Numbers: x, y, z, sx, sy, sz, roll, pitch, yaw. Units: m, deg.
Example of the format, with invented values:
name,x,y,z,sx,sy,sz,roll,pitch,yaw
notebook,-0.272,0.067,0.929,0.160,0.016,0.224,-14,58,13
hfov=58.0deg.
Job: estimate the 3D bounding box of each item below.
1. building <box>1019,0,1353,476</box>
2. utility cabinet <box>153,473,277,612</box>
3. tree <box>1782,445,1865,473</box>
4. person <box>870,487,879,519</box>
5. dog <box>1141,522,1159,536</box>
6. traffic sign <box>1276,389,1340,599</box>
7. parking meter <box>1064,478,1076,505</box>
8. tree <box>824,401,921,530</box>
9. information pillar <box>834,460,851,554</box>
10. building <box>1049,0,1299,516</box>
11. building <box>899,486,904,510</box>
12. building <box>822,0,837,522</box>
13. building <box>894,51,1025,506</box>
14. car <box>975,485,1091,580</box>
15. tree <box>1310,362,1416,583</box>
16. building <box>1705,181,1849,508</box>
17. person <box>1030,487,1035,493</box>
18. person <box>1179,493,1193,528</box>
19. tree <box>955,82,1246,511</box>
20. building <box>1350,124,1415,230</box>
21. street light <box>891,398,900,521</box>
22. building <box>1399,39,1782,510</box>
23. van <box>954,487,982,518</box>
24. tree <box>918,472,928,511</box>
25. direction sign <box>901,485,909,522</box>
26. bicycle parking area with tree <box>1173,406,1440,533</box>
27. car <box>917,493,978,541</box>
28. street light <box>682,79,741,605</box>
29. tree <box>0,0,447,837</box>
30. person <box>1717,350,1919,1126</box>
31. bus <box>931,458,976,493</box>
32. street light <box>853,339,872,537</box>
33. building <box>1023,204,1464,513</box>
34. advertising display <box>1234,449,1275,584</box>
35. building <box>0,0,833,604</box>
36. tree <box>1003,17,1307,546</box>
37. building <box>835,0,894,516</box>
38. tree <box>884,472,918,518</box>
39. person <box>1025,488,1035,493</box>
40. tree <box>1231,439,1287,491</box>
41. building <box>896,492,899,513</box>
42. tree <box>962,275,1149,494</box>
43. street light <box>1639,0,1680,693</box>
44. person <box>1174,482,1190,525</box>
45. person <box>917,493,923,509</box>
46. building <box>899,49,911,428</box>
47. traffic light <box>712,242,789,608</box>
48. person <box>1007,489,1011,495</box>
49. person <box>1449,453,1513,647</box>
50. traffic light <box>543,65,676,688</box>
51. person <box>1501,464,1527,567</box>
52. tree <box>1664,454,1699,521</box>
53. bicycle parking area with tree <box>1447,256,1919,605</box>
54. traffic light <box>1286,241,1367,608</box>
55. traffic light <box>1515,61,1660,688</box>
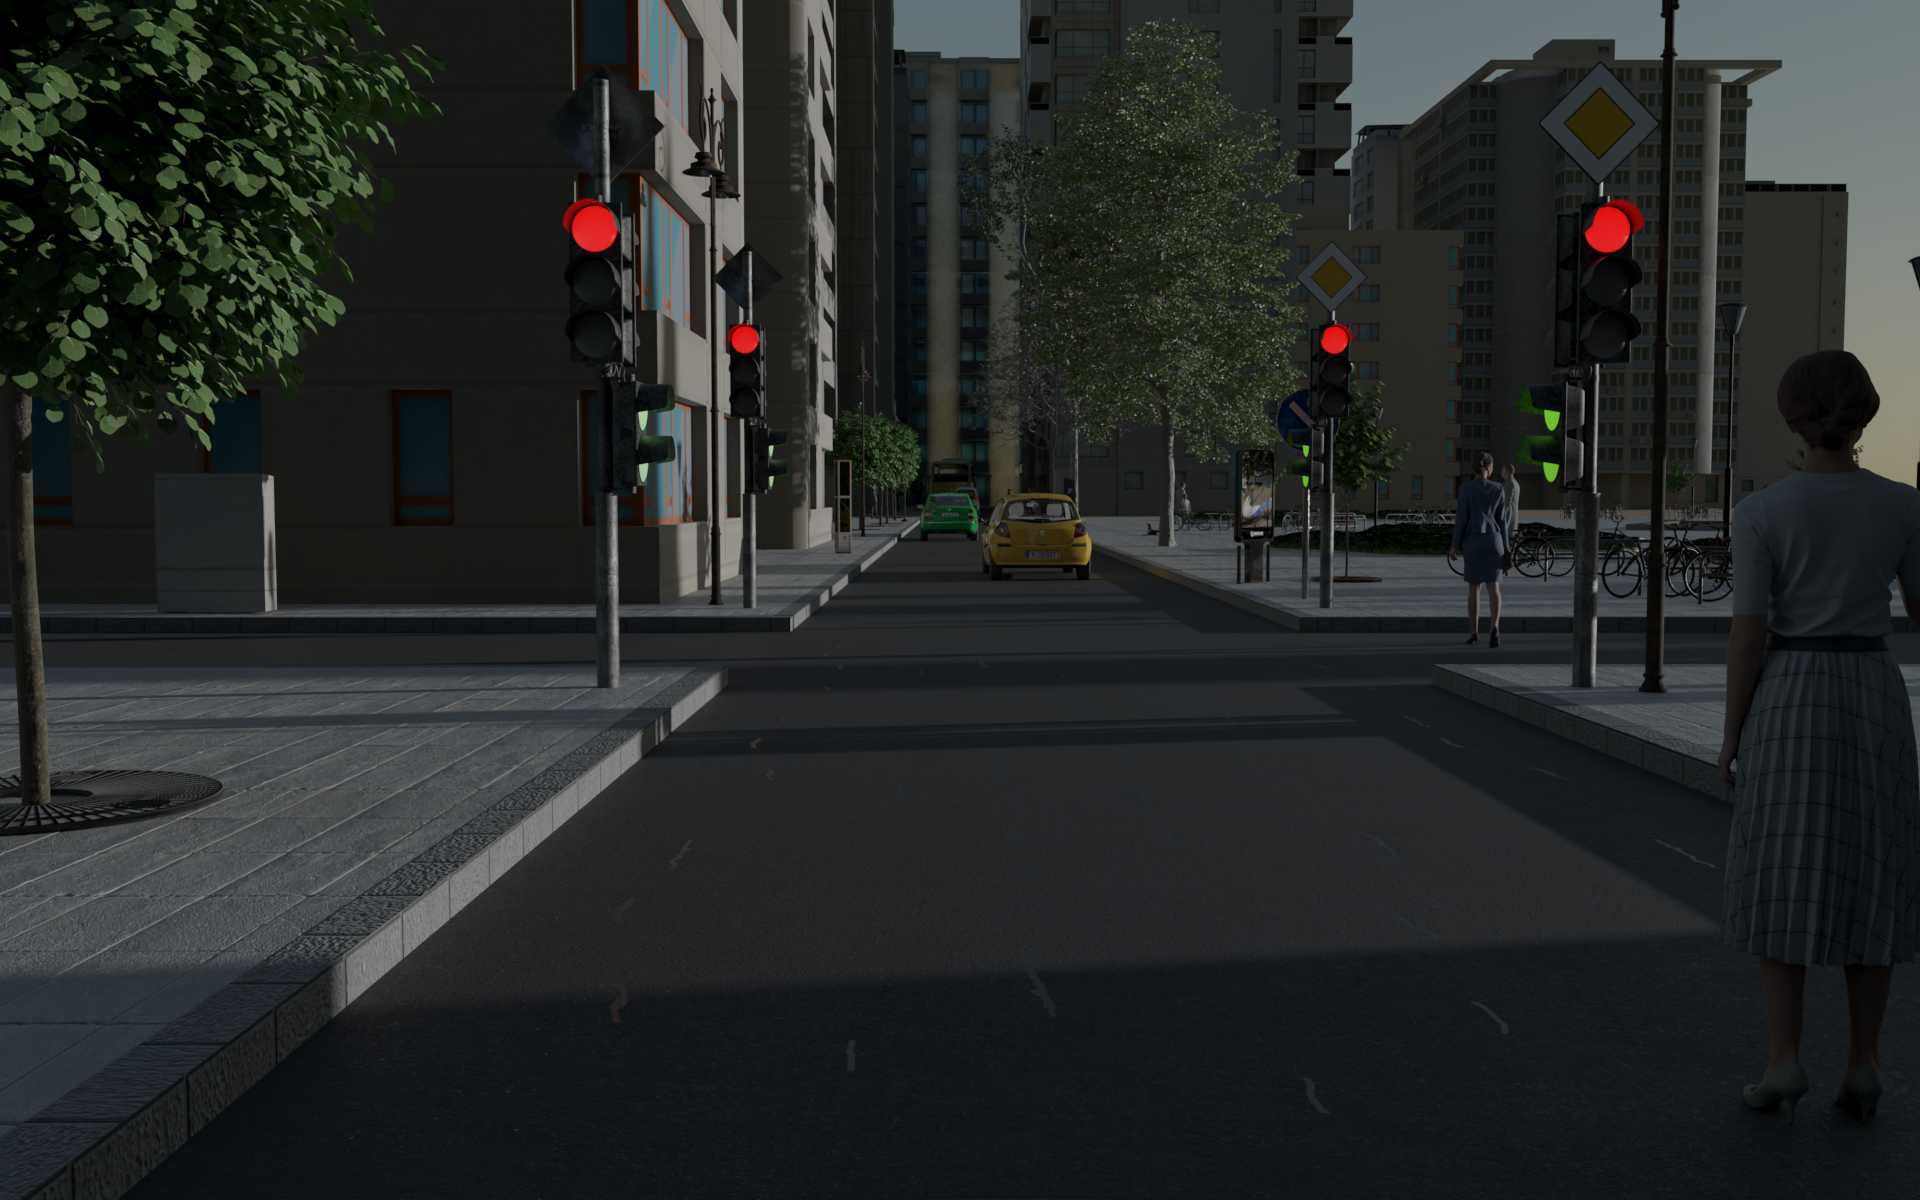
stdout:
name,x,y,z,sx,sy,sz,roll,pitch,yaw
building,19.231,-34.620,155.274,28.713,52.752,27.495,0,4,0
utility cabinet,-8.029,-0.613,18.696,1.173,1.500,0.318,0,4,1
tree,19.476,-2.724,39.142,1.663,3.219,1.824,0,3,0
person,-4.423,-5.186,90.198,0.474,1.900,0.648,-1,4,-22
dog,5.982,-2.178,53.353,0.550,0.427,0.748,-2,4,-32
traffic sign,4.213,-1.282,21.074,0.768,2.556,0.104,0,4,1
parking meter,3.938,-3.454,62.190,0.399,1.863,0.255,-1,4,-9
tree,-3.502,-4.759,61.519,4.285,4.588,4.351,0,3,0
information pillar,-2.530,-2.014,37.413,0.304,2.012,0.304,-1,4,-19
building,12.442,-25.826,105.849,14.154,41.232,14.086,0,4,0
building,-20.807,-27.470,141.013,32.217,40.220,23.993,0,4,0
building,-16.198,-27.115,67.040,21.300,48.544,21.600,0,4,0
building,-5.063,-34.910,190.386,30.456,49.044,23.786,0,4,0
car,1.285,-1.232,30.364,2.015,1.641,3.980,0,4,-2
tree,5.834,-1.886,25.442,1.663,3.219,1.824,0,3,0
building,73.094,-23.960,163.442,14.107,30.474,14.160,0,4,0
person,4.623,-6.404,111.409,0.621,1.740,0.551,1,4,15
person,8.519,-3.358,65.198,0.590,1.304,0.306,3,5,40
tree,6.506,-13.665,79.313,12.611,20.169,13.585,0,3,0
building,50.165,-30.711,185.725,14.086,41.232,14.154,0,4,0
street light,-3.143,-6.780,83.640,0.468,5.910,1.993,0,4,0
building,53.517,-28.262,153.964,23.993,40.220,32.217,0,4,0
van,0.344,-5.985,104.863,2.013,2.044,4.112,0,3,0
tree,-3.385,-8.522,133.931,1.663,3.219,1.824,0,3,0
direction sign,-2.571,-5.401,80.306,0.379,3.537,0.876,0,4,-3
bicycle parking area with tree,12.218,-4.403,58.998,9.016,4.147,8.231,-1,4,-16
car,-0.373,-2.787,54.360,1.959,1.807,4.718,0,4,-2
street light,-2.823,-2.880,19.881,0.468,5.910,1.993,0,4,0
tree,-3.764,-1.429,7.081,4.285,4.588,4.351,0,3,0
person,2.006,0.308,4.039,0.480,1.755,0.524,0,4,8
bus,-0.433,-7.688,117.239,2.896,3.916,12.252,0,4,1
street light,-2.916,-4.842,51.954,0.468,5.910,1.993,0,4,0
building,19.084,-17.312,128.083,27.650,21.520,28.899,0,4,0
advertising display,4.251,-1.211,25.018,0.123,1.923,0.974,3,4,39
building,-17.375,-11.552,33.920,27.650,21.520,28.899,0,4,0
tree,4.676,-7.596,42.315,7.486,12.596,7.792,0,3,0
building,-11.076,-25.536,101.108,14.154,41.232,14.086,0,4,0
tree,-3.594,-5.947,91.827,1.663,3.219,1.824,0,3,0
person,4.042,-5.680,100.388,0.593,1.643,0.415,0,4,-8
tree,8.993,-3.481,51.510,1.663,3.219,1.824,0,3,0
building,-14.583,-41.544,117.497,20.563,71.187,20.611,0,4,0
tree,5.071,-11.171,93.009,12.009,13.543,11.850,0,3,0
street light,4.505,-2.342,11.072,0.468,5.910,1.993,0,4,0
person,9.251,-4.048,72.496,0.850,1.792,0.678,-2,4,-25
person,-3.516,-9.001,153.737,0.721,1.766,1.217,-1,4,-22
building,-11.557,-29.273,162.210,14.086,41.232,14.154,0,4,0
traffic light,-2.349,-1.863,19.381,0.839,4.253,0.868,0,4,0
person,3.993,-8.412,144.404,0.721,1.723,1.217,0,4,7
person,4.905,-0.475,16.291,0.581,1.822,0.654,1,4,11
traffic light,-2.321,-1.375,11.396,0.839,4.253,0.868,0,4,0
person,9.647,-1.496,30.600,0.767,1.812,0.694,2,4,27
tree,34.371,-5.428,83.346,1.663,3.219,1.824,0,3,0
bicycle parking area with tree,11.456,-2.235,23.538,9.016,4.147,8.231,1,4,13
traffic light,4.112,-1.865,19.420,0.839,4.253,0.868,0,4,0
traffic light,4.140,-1.377,11.435,0.839,4.253,0.868,0,4,0
